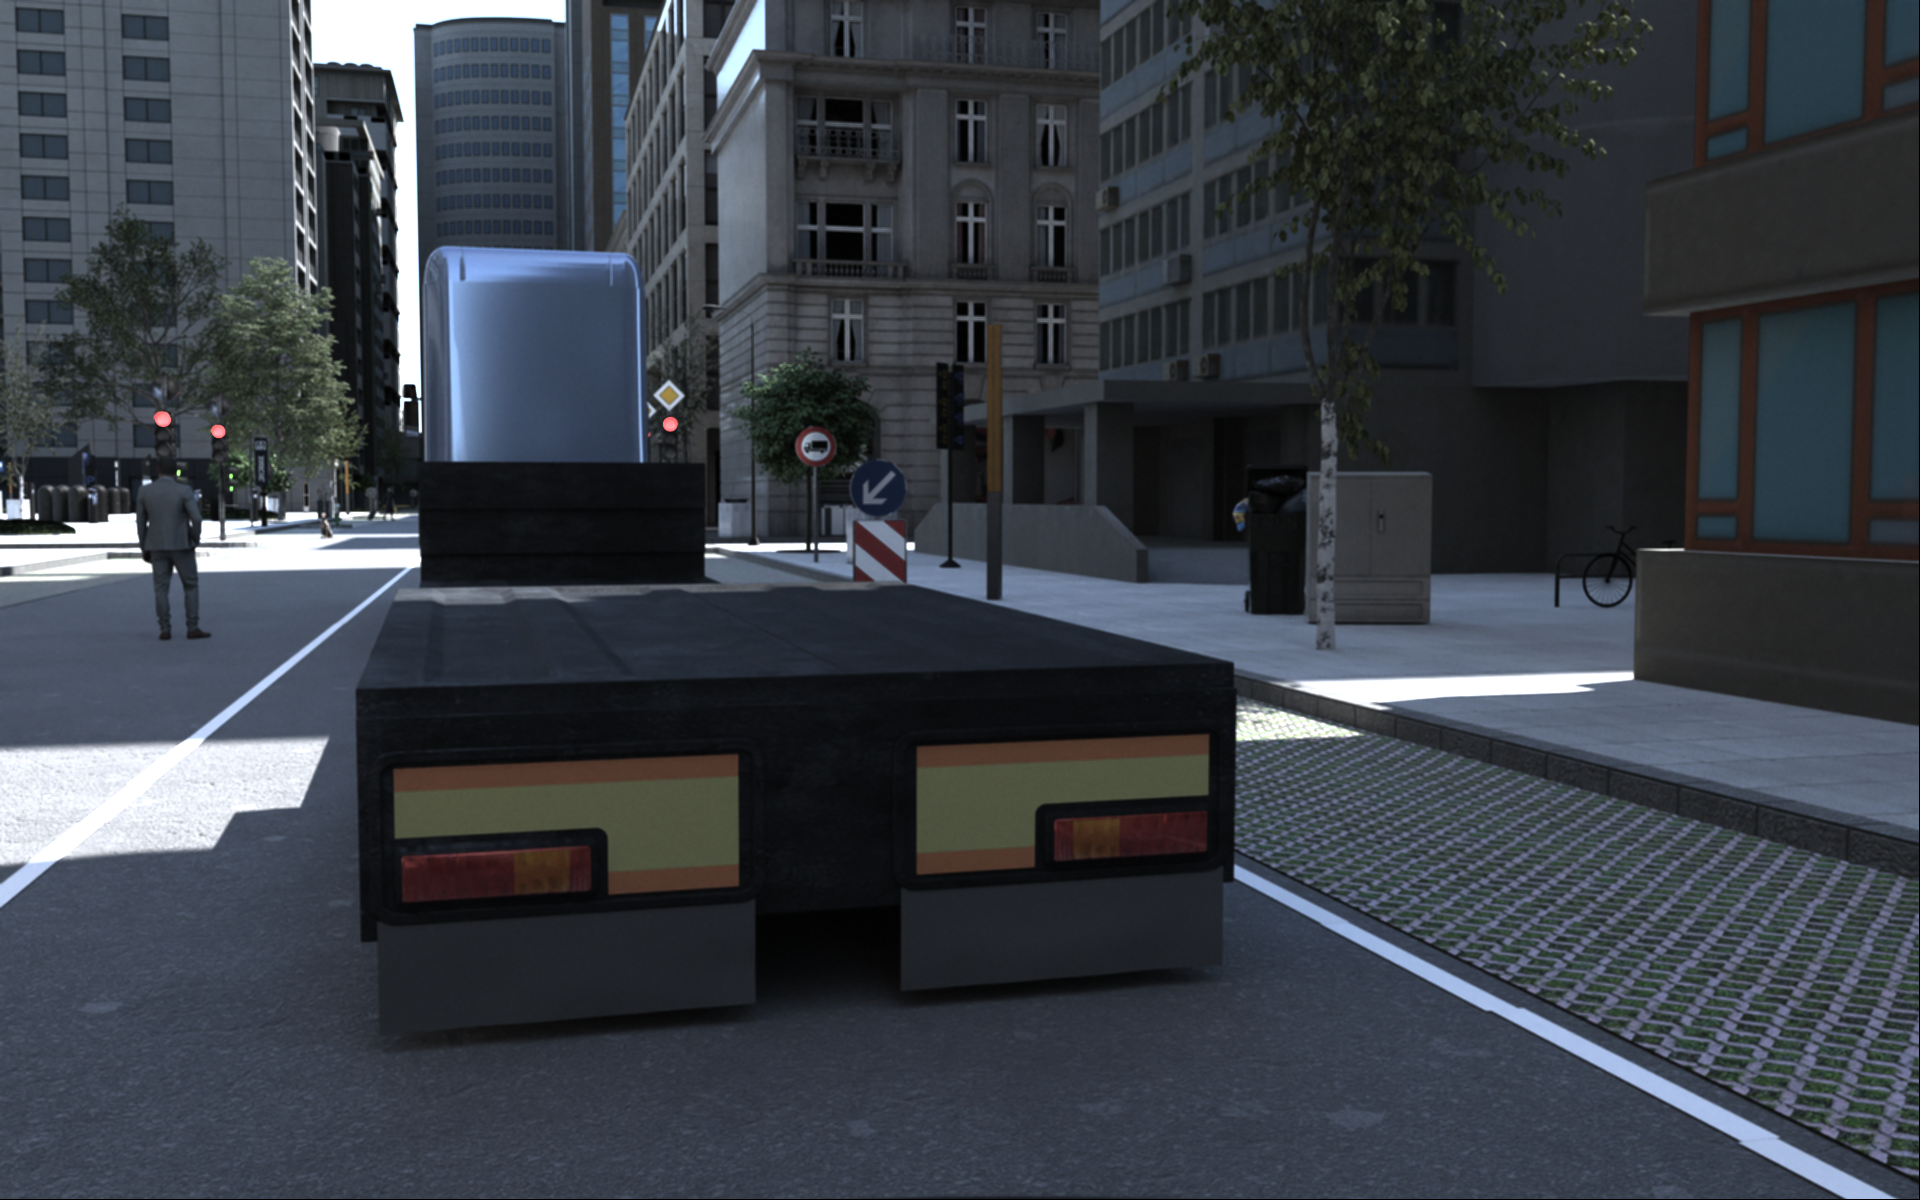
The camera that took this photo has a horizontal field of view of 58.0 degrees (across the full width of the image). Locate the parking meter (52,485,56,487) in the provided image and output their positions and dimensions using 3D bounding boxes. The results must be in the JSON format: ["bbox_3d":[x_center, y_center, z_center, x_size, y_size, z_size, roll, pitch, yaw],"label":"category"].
[{"bbox_3d":[-57.516,-6.378,109.997,0.255,1.863,0.399,-2,4,-31],"label":"parking meter"}]

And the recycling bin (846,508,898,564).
[{"bbox_3d":[-1.615,-1.175,31.772,0.722,1.027,0.722,-2,4,-33],"label":"recycling bin"}]

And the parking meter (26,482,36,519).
[{"bbox_3d":[-45.755,-4.867,85.290,0.255,1.863,0.399,0,4,-2],"label":"parking meter"}]

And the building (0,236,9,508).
[{"bbox_3d":[-96.820,-31.536,170.233,28.867,44.769,22.147,-1,4,-15],"label":"building"}]

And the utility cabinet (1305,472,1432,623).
[{"bbox_3d":[4.030,-0.515,17.106,1.173,1.500,0.318,0,4,3],"label":"utility cabinet"}]

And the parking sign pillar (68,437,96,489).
[{"bbox_3d":[-40.762,-5.666,81.112,1.447,3.967,1.447,-2,4,-30],"label":"parking sign pillar"}]

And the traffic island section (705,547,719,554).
[{"bbox_3d":[-7.105,-1.245,42.640,2.009,0.180,2.903,-1,4,-15],"label":"traffic island section"}]

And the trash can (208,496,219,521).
[{"bbox_3d":[-34.937,-4.269,81.456,0.748,1.137,0.748,0,3,0],"label":"trash can"}]

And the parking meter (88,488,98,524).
[{"bbox_3d":[-37.622,-4.082,75.153,0.372,1.533,0.369,0,3,0],"label":"parking meter"}]

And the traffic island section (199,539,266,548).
[{"bbox_3d":[-20.213,-1.539,47.443,2.009,0.180,2.903,-1,4,-15],"label":"traffic island section"}]

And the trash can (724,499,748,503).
[{"bbox_3d":[-6.676,-2.448,51.686,0.748,1.137,0.748,0,3,0],"label":"trash can"}]

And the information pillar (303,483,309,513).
[{"bbox_3d":[-43.415,-6.756,114.954,0.304,2.012,0.304,-3,4,-36],"label":"information pillar"}]

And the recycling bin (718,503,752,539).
[{"bbox_3d":[-6.542,-2.313,50.366,0.722,1.027,0.722,-3,5,-40],"label":"recycling bin"}]

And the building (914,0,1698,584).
[{"bbox_3d":[16.337,-20.955,34.492,32.217,40.220,23.993,-1,4,-15],"label":"building"}]

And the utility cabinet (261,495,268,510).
[{"bbox_3d":[-41.512,-5.637,103.322,0.306,1.237,1.020,-1,4,-16],"label":"utility cabinet"}]

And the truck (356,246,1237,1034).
[{"bbox_3d":[-3.009,-1.457,13.574,2.967,4.110,18.799,-1,4,-16],"label":"truck"}]

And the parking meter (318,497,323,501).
[{"bbox_3d":[-42.695,-6.555,115.591,0.372,1.533,0.369,0,3,0],"label":"parking meter"}]

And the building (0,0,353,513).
[{"bbox_3d":[-55.723,-42.007,125.061,20.563,71.187,20.611,-1,4,-15],"label":"building"}]

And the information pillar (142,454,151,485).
[{"bbox_3d":[-47.330,-6.698,100.868,0.504,3.616,0.183,0,3,0],"label":"information pillar"}]

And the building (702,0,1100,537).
[{"bbox_3d":[3.888,-13.349,60.063,24.055,21.916,13.314,-1,4,-15],"label":"building"}]

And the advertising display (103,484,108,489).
[{"bbox_3d":[-56.941,-6.741,115.436,0.123,1.923,0.974,-2,4,-35],"label":"advertising display"}]

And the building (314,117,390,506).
[{"bbox_3d":[-70.062,-29.399,172.562,23.993,40.220,32.217,-1,4,-15],"label":"building"}]

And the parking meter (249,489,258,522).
[{"bbox_3d":[-32.649,-4.381,80.038,0.372,1.533,0.369,0,3,0],"label":"parking meter"}]

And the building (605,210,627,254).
[{"bbox_3d":[-17.078,-17.035,114.675,11.583,22.565,21.152,-1,4,-15],"label":"building"}]

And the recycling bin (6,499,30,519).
[{"bbox_3d":[-44.214,-4.205,81.310,0.722,1.027,0.722,1,4,9],"label":"recycling bin"}]

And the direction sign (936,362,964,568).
[{"bbox_3d":[-0.171,-2.338,30.228,0.379,3.537,0.876,2,4,31],"label":"direction sign"}]

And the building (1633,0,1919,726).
[{"bbox_3d":[21.723,-9.534,0.920,27.650,21.520,28.899,-1,4,-15],"label":"building"}]

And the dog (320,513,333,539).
[{"bbox_3d":[-20.392,-2.397,56.026,0.513,0.831,0.800,3,5,42],"label":"dog"}]

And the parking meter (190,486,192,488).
[{"bbox_3d":[-50.138,-6.540,112.642,0.399,1.863,0.255,-2,4,-27],"label":"parking meter"}]

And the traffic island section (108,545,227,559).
[{"bbox_3d":[-18.167,-1.067,39.724,2.009,0.180,2.903,-1,4,-15],"label":"traffic island section"}]

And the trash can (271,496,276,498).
[{"bbox_3d":[-44.724,-6.229,113.491,0.748,1.137,0.748,0,3,0],"label":"trash can"}]

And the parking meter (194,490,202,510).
[{"bbox_3d":[-44.392,-5.657,100.907,0.372,1.533,0.369,0,3,0],"label":"parking meter"}]

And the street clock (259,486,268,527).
[{"bbox_3d":[-27.513,-3.907,68.445,0.358,2.002,0.471,-1,4,-11],"label":"street clock"}]

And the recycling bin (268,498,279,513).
[{"bbox_3d":[-42.030,-5.736,106.340,0.722,1.027,0.722,-3,5,-41],"label":"recycling bin"}]

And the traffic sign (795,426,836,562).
[{"bbox_3d":[-2.698,-1.978,32.445,0.768,2.556,0.104,-1,4,-10],"label":"traffic sign"}]

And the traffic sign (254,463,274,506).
[{"bbox_3d":[-27.636,-4.200,68.780,0.768,2.556,0.104,0,4,-7],"label":"traffic sign"}]

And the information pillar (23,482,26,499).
[{"bbox_3d":[-59.026,-6.413,109.349,0.304,2.012,0.304,-1,4,-11],"label":"information pillar"}]

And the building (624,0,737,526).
[{"bbox_3d":[-5.982,-17.348,88.158,19.350,26.468,34.151,-1,4,-15],"label":"building"}]
